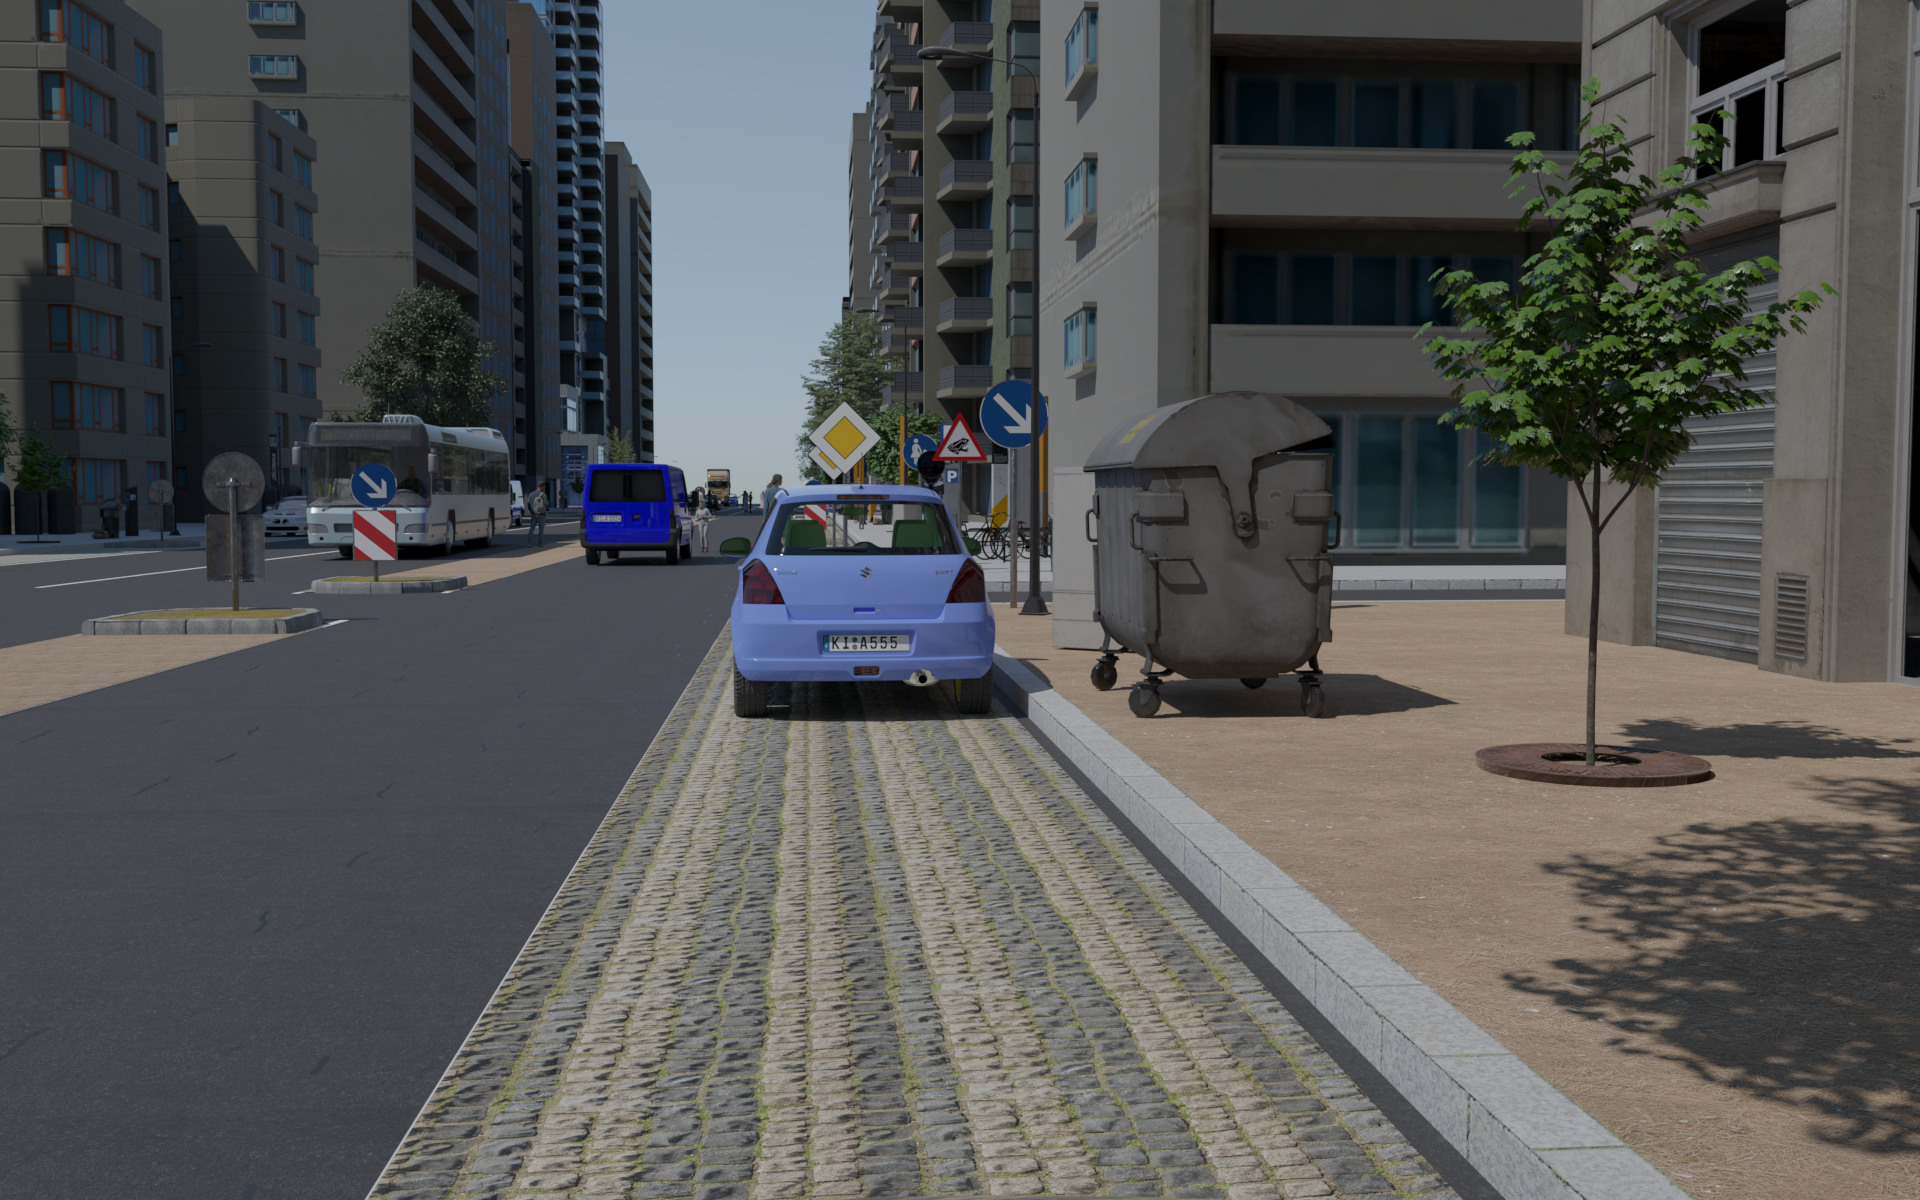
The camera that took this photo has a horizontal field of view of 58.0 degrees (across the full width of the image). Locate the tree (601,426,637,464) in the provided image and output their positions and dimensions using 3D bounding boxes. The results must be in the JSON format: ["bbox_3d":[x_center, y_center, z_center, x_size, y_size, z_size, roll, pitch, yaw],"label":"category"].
[{"bbox_3d":[-36.688,-14.502,187.462,4.737,8.622,4.395,0,3,0],"label":"tree"}]

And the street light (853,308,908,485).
[{"bbox_3d":[-1.904,-4.336,43.434,1.470,5.913,1.316,0,4,-5],"label":"street light"}]

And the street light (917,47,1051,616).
[{"bbox_3d":[0.255,-2.793,18.210,1.470,5.913,1.316,0,4,-5],"label":"street light"}]

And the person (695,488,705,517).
[{"bbox_3d":[-14.537,-5.373,96.568,0.478,1.798,0.641,3,4,38],"label":"person"}]

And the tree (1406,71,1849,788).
[{"bbox_3d":[2.926,-0.826,8.112,1.663,3.219,1.824,0,3,0],"label":"tree"}]

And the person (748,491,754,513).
[{"bbox_3d":[-15.825,-7.425,131.360,0.415,1.643,0.593,-2,4,-35],"label":"person"}]

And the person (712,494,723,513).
[{"bbox_3d":[-18.734,-7.401,132.769,1.065,1.426,0.557,1,4,11],"label":"person"}]

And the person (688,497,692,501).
[{"bbox_3d":[-21.609,-7.779,135.714,0.705,1.821,1.348,3,5,42],"label":"person"}]

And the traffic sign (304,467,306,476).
[{"bbox_3d":[-25.759,-4.218,69.078,0.768,2.556,0.104,0,4,-4],"label":"traffic sign"}]

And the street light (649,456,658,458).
[{"bbox_3d":[-37.755,-14.682,212.595,1.470,5.913,1.316,0,4,-5],"label":"street light"}]

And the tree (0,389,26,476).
[{"bbox_3d":[-23.582,-3.471,40.459,4.285,4.588,4.351,0,3,0],"label":"tree"}]

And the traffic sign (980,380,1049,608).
[{"bbox_3d":[0.604,-1.180,19.398,0.768,2.556,0.104,0,4,1],"label":"traffic sign"}]

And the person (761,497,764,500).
[{"bbox_3d":[-14.897,-7.664,134.491,1.217,1.739,0.721,-2,4,-26],"label":"person"}]

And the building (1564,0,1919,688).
[{"bbox_3d":[14.021,-10.298,1.659,16.112,22.955,30.059,0,4,-5],"label":"building"}]

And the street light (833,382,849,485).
[{"bbox_3d":[-4.574,-6.094,72.173,1.470,5.913,1.316,0,4,-5],"label":"street light"}]

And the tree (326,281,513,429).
[{"bbox_3d":[-28.769,-10.782,93.292,9.611,12.733,9.660,0,3,0],"label":"tree"}]

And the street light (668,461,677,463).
[{"bbox_3d":[-40.286,-16.500,242.309,1.470,5.913,1.316,0,4,-5],"label":"street light"}]

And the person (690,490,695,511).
[{"bbox_3d":[-22.851,-8.489,147.749,0.568,1.767,0.683,1,4,13],"label":"person"}]

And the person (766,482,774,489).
[{"bbox_3d":[-4.624,-2.031,42.462,0.466,1.731,0.760,1,4,20],"label":"person"}]

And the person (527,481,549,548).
[{"bbox_3d":[-11.204,-2.273,46.018,0.623,1.781,0.721,0,4,1],"label":"person"}]

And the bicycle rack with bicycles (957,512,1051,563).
[{"bbox_3d":[1.072,-1.233,33.547,2.925,0.926,2.852,-1,4,-23],"label":"bicycle rack with bicycles"}]

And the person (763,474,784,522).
[{"bbox_3d":[-3.548,-1.523,33.431,0.581,1.822,0.654,1,4,13],"label":"person"}]

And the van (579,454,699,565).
[{"bbox_3d":[-6.779,-1.982,36.787,2.240,2.365,5.245,0,4,-5],"label":"van"}]

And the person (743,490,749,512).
[{"bbox_3d":[-17.508,-8.091,141.463,0.551,1.740,0.621,1,4,12],"label":"person"}]

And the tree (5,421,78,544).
[{"bbox_3d":[-24.186,-3.093,45.168,1.663,3.219,1.824,0,3,0],"label":"tree"}]

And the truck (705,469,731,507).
[{"bbox_3d":[-27.179,-12.610,195.083,2.839,4.237,11.283,0,4,-7],"label":"truck"}]

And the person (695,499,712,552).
[{"bbox_3d":[-6.314,-1.827,42.649,0.425,1.301,0.394,0,4,-6],"label":"person"}]

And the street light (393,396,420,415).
[{"bbox_3d":[-26.184,-6.688,81.896,1.470,5.913,1.316,0,4,-5],"label":"street light"}]

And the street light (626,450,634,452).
[{"bbox_3d":[-35.194,-12.927,183.903,1.470,5.913,1.316,0,4,-5],"label":"street light"}]

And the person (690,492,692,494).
[{"bbox_3d":[-34.251,-12.963,220.967,0.721,1.766,1.217,1,4,21],"label":"person"}]

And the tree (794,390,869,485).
[{"bbox_3d":[-13.640,-16.756,190.964,9.611,12.733,9.660,0,3,0],"label":"tree"}]

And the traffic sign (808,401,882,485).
[{"bbox_3d":[-1.242,-0.922,18.710,0.795,2.450,0.064,0,4,-5],"label":"traffic sign"}]

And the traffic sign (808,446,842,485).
[{"bbox_3d":[-1.942,-1.408,26.665,0.795,2.450,0.064,0,4,-5],"label":"traffic sign"}]

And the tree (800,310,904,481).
[{"bbox_3d":[-6.443,-11.582,107.487,7.486,12.596,7.792,0,3,0],"label":"tree"}]

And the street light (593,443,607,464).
[{"bbox_3d":[-32.957,-11.365,158.356,1.470,5.913,1.316,0,4,-5],"label":"street light"}]

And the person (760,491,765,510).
[{"bbox_3d":[-18.167,-9.207,159.704,0.551,1.740,0.621,-3,5,-40],"label":"person"}]

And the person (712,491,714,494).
[{"bbox_3d":[-25.107,-10.235,176.399,0.434,1.755,0.990,-1,4,-23],"label":"person"}]

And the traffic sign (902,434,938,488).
[{"bbox_3d":[-0.844,-2.252,36.918,0.768,2.556,0.104,0,4,-3],"label":"traffic sign"}]

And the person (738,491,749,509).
[{"bbox_3d":[-20.132,-9.329,161.547,1.217,1.766,0.721,0,4,-3],"label":"person"}]

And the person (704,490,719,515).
[{"bbox_3d":[-16.787,-6.551,116.336,1.217,1.735,0.721,1,4,14],"label":"person"}]

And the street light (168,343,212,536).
[{"bbox_3d":[-23.708,-4.943,53.353,1.470,5.913,1.316,0,4,-5],"label":"street light"}]

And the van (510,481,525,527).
[{"bbox_3d":[-20.496,-4.399,76.301,2.240,2.365,5.245,0,4,-7],"label":"van"}]

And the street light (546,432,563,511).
[{"bbox_3d":[-30.366,-9.607,129.621,1.470,5.913,1.316,0,4,-5],"label":"street light"}]

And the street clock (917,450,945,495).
[{"bbox_3d":[-0.483,-1.484,28.836,0.471,2.002,0.358,0,4,-2],"label":"street clock"}]

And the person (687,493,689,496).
[{"bbox_3d":[-12.154,-4.125,76.532,0.643,1.750,0.593,-3,5,-45],"label":"person"}]

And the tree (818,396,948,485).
[{"bbox_3d":[-1.833,-4.562,58.306,4.285,4.588,4.351,0,3,0],"label":"tree"}]

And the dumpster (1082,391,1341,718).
[{"bbox_3d":[1.508,-0.296,10.595,1.264,1.857,1.865,0,4,-5],"label":"dumpster"}]

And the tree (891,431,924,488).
[{"bbox_3d":[-1.598,-3.614,53.686,1.663,3.219,1.824,0,3,0],"label":"tree"}]

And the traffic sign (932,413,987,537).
[{"bbox_3d":[-0.003,-1.699,27.779,0.884,2.594,0.081,0,4,2],"label":"traffic sign"}]

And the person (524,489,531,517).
[{"bbox_3d":[-26.349,-5.897,105.590,0.621,1.740,0.551,-2,4,-30],"label":"person"}]

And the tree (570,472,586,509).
[{"bbox_3d":[-33.237,-9.542,150.617,1.663,3.219,1.824,0,3,0],"label":"tree"}]
